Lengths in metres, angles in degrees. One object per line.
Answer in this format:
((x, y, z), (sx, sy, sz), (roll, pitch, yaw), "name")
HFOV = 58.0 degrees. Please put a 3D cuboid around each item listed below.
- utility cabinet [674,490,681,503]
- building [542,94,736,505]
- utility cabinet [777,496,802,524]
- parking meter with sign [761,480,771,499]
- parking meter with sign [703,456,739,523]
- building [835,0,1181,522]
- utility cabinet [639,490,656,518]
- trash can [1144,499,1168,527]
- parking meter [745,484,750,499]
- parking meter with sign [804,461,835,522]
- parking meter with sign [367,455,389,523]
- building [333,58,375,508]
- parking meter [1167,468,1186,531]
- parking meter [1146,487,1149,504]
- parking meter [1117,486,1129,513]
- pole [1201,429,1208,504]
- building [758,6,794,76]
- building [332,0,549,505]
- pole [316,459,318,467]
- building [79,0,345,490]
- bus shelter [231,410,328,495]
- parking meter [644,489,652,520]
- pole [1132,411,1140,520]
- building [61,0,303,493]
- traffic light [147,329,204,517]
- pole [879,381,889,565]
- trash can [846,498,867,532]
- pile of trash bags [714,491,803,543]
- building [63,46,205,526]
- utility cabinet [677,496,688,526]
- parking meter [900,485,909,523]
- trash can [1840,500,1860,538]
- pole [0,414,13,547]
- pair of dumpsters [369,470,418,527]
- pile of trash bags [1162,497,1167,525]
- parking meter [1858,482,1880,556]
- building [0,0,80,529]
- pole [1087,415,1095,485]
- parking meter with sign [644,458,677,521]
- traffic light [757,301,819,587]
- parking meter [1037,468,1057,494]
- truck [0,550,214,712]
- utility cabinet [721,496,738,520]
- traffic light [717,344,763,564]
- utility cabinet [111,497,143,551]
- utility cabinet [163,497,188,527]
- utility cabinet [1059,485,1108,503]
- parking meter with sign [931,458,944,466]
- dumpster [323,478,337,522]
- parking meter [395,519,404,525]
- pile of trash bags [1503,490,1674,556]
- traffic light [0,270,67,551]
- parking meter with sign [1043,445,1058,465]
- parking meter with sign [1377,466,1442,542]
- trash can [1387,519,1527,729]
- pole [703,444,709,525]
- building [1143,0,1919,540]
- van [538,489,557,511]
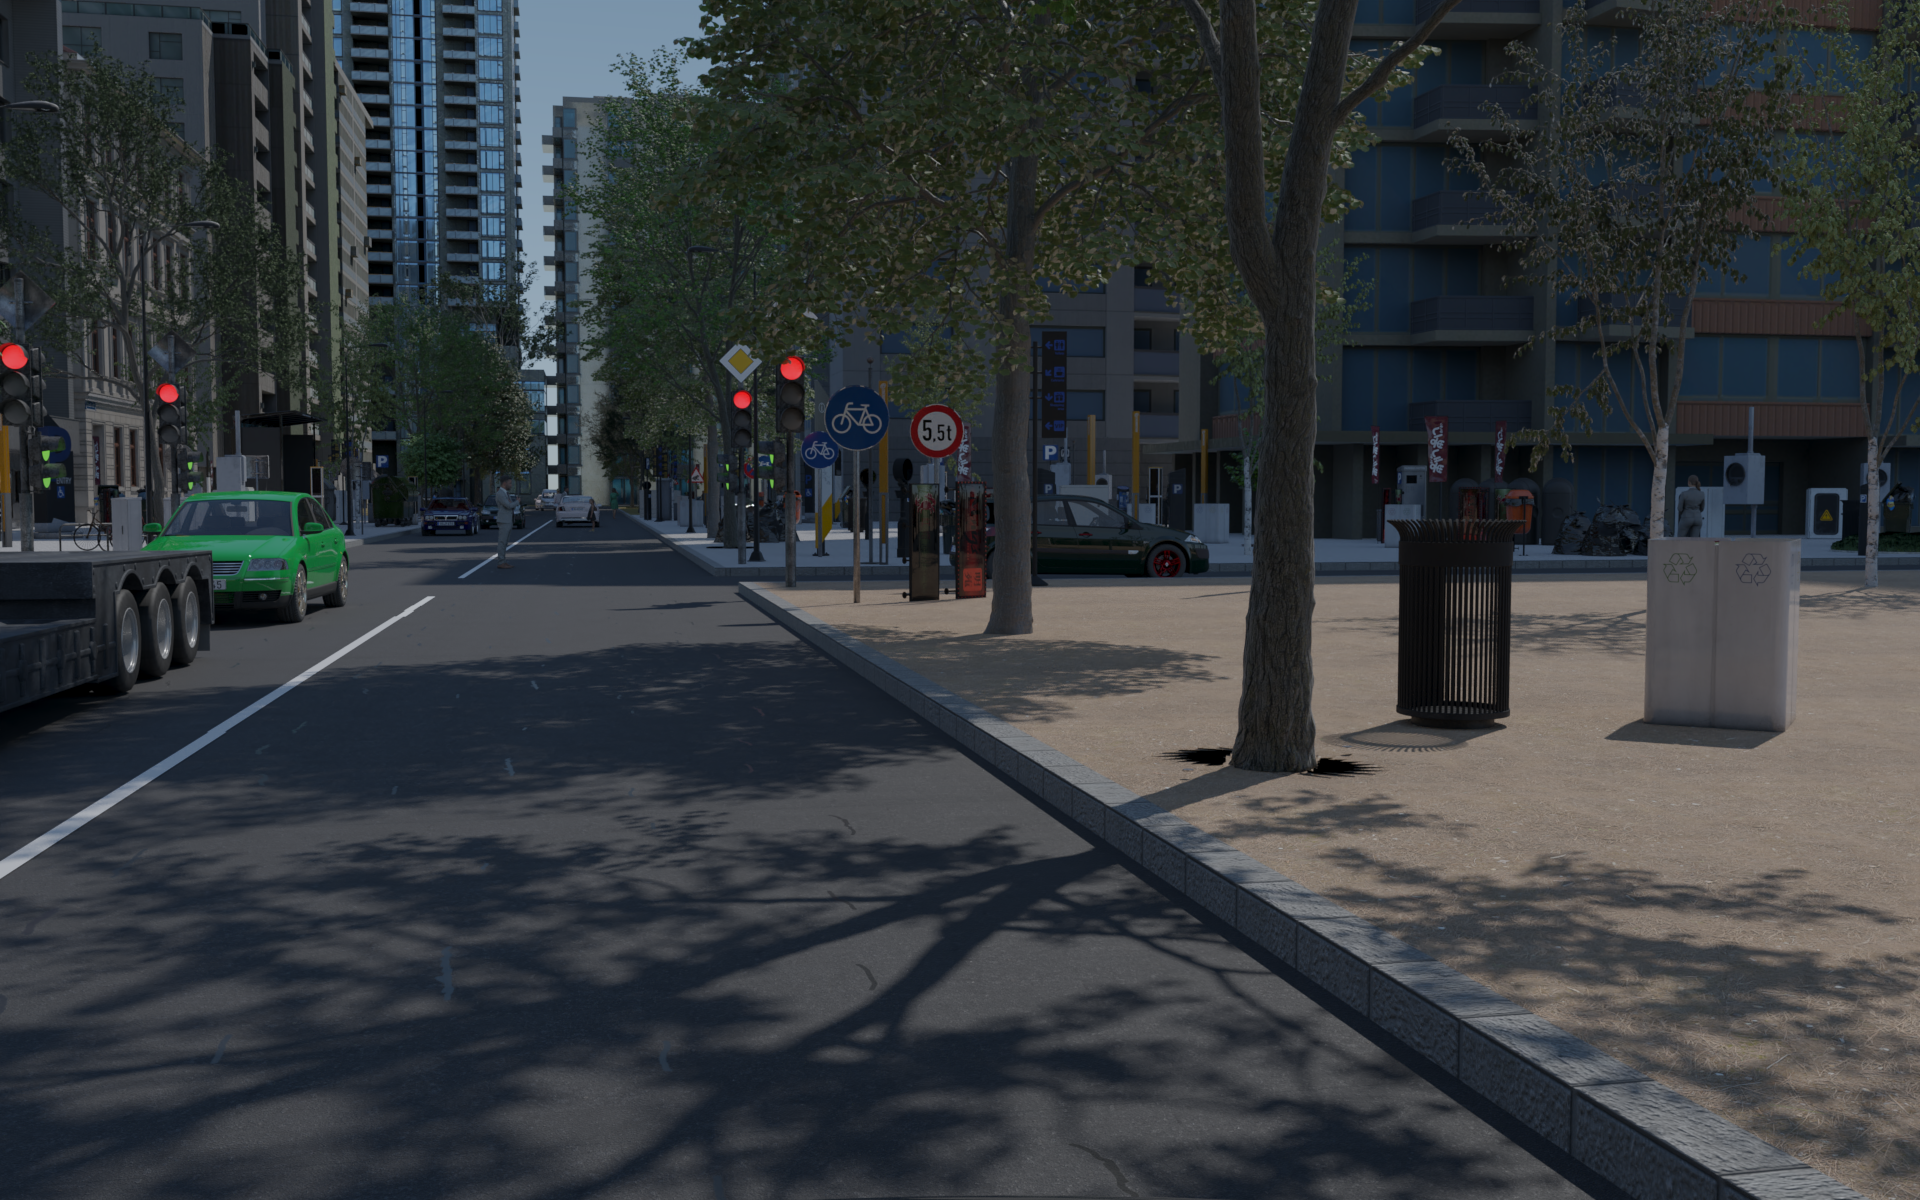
((-16.428, -5.627, 100.681), (0.318, 1.500, 1.173), (-1, 4, -16), "utility cabinet")
((-34.685, -36.116, 210.110), (30.456, 49.044, 23.786), (-1, 4, -12), "building")
((-7.213, -3.792, 73.166), (1.020, 1.237, 0.306), (-1, 4, -17), "utility cabinet")
((-10.415, -5.922, 93.081), (0.543, 3.016, 1.738), (-1, 4, -14), "parking meter with sign")
((-10.717, -5.042, 78.695), (1.738, 3.016, 0.543), (-2, 4, -26), "parking meter with sign")
((1.963, -33.781, 94.323), (21.231, 58.520, 28.212), (-1, 4, -12), "building")
((-16.617, -5.157, 93.002), (1.173, 1.500, 0.318), (1, 4, 22), "utility cabinet")
((5.642, -2.318, 49.551), (0.748, 1.137, 0.748), (0, 3, 0), "trash can")
((-12.159, -5.709, 99.056), (0.255, 1.863, 0.399), (-1, 4, -9), "parking meter")
((-6.505, -5.174, 80.858), (1.738, 3.016, 0.543), (3, 5, 44), "parking meter with sign")
((-25.939, -4.946, 77.133), (0.543, 3.016, 1.738), (0, 4, -2), "parking meter with sign")
((-62.992, -27.810, 146.569), (23.993, 40.220, 32.217), (-1, 4, -12), "building")
((4.901, -2.055, 39.306), (0.399, 1.863, 0.255), (0, 4, -1), "parking meter")
((6.479, -3.064, 58.515), (0.372, 1.533, 0.369), (0, 3, 0), "parking meter")
((4.857, -2.642, 51.603), (0.372, 1.533, 0.369), (0, 3, 0), "parking meter")
((7.684, -3.707, 54.461), (0.158, 3.312, 0.155), (0, 3, 0), "pole")
((-6.949, -32.942, 158.206), (23.786, 49.044, 30.456), (-1, 4, -12), "building")
((-64.646, -54.402, 202.140), (31.000, 86.520, 22.319), (-1, 4, -12), "building")
((-37.674, -6.577, 101.378), (0.158, 3.312, 0.155), (0, 3, 0), "pole")
((-51.238, -26.666, 119.589), (14.154, 41.232, 14.086), (-1, 4, -12), "building")
((-20.054, -3.670, 51.290), (1.731, 3.624, 6.357), (-1, 4, -12), "bus shelter")
((-15.421, -4.716, 85.522), (0.372, 1.533, 0.369), (0, 3, 0), "parking meter")
((4.329, -2.989, 42.713), (0.158, 3.312, 0.155), (0, 3, 0), "pole")
((-48.981, -20.447, 106.012), (14.160, 30.474, 14.107), (-1, 4, -12), "building")
((-13.408, -2.487, 29.591), (0.839, 4.253, 0.868), (-1, 4, -12), "traffic light")
((-1.379, -2.292, 31.321), (0.158, 3.312, 0.155), (0, 3, 0), "pole")
((-3.625, -3.040, 61.360), (0.748, 1.137, 0.748), (0, 3, 0), "trash can")
((-5.189, -2.279, 47.011), (1.912, 1.369, 3.447), (1, 4, 20), "pile of trash bags")
((-41.595, -14.716, 76.760), (11.583, 22.565, 21.152), (-1, 4, -12), "building")
((-11.270, -3.627, 70.455), (0.306, 1.237, 1.020), (-1, 4, -19), "utility cabinet")
((-1.218, -1.970, 40.625), (0.372, 1.533, 0.369), (0, 3, 0), "parking meter")
((21.796, -1.864, 42.125), (0.748, 1.137, 0.748), (0, 3, 0), "trash can")
((-22.932, -2.920, 41.588), (0.158, 3.312, 0.155), (0, 3, 0), "pole")
((-22.494, -4.053, 68.765), (1.574, 2.255, 4.437), (-1, 4, -12), "pair of dumpsters")
((9.718, -3.842, 72.570), (3.447, 1.369, 1.912), (2, 4, 28), "pile of trash bags")
((18.892, -1.687, 35.992), (0.372, 1.533, 0.369), (0, 3, 0), "parking meter")
((-37.734, -14.150, 50.411), (14.314, 24.678, 30.058), (-1, 4, -12), "building")
((3.385, -3.110, 44.690), (0.158, 3.312, 0.155), (0, 3, 0), "pole")
((-14.272, -5.335, 83.488), (1.738, 3.016, 0.543), (0, 4, 7), "parking meter with sign")
((-2.352, -2.132, 23.779), (0.839, 4.253, 0.868), (-1, 4, -12), "traffic light")
((1.957, -2.047, 39.179), (0.399, 1.863, 0.255), (-1, 4, -22), "parking meter")
((-5.663, -0.977, 5.733), (2.967, 4.110, 18.799), (-1, 4, -13), "truck")
((-8.666, -3.295, 65.028), (0.306, 1.237, 1.020), (1, 4, 13), "utility cabinet")
((-4.008, -2.610, 31.591), (0.839, 4.253, 0.868), (-1, 4, -12), "traffic light")
((-16.949, -1.472, 35.223), (0.306, 1.237, 1.020), (-3, 5, -42), "utility cabinet")
((-15.437, -1.447, 34.824), (1.020, 1.237, 0.306), (0, 4, -2), "utility cabinet")
((3.025, -2.065, 42.436), (1.173, 1.500, 0.318), (0, 4, -5), "utility cabinet")
((-1.052, -4.917, 76.661), (0.543, 3.016, 1.738), (0, 4, 4), "parking meter with sign")
((-21.196, -3.119, 56.746), (1.264, 1.857, 1.865), (-1, 4, -12), "dumpster")
((-23.107, -3.849, 71.341), (0.372, 1.533, 0.369), (0, 3, 0), "parking meter")
((13.087, -1.626, 36.334), (3.447, 1.369, 1.912), (0, 4, -6), "pile of trash bags")
((-11.752, -2.010, 21.778), (0.839, 4.253, 0.868), (-1, 4, -12), "traffic light")
((3.184, -3.934, 60.576), (0.543, 3.016, 1.738), (0, 4, 1), "parking meter with sign")
((12.175, -3.089, 46.768), (1.738, 3.016, 0.543), (0, 4, -4), "parking meter with sign")
((2.748, 0.124, 9.630), (0.748, 1.137, 0.748), (0, 3, 0), "trash can")
((-10.354, -4.700, 70.695), (0.158, 3.312, 0.155), (0, 3, 0), "pole")
((21.307, -24.748, 59.259), (28.867, 44.769, 22.147), (-1, 4, -12), "building")
((-35.079, -8.644, 148.341), (2.013, 2.044, 4.112), (-1, 4, -13), "van")
